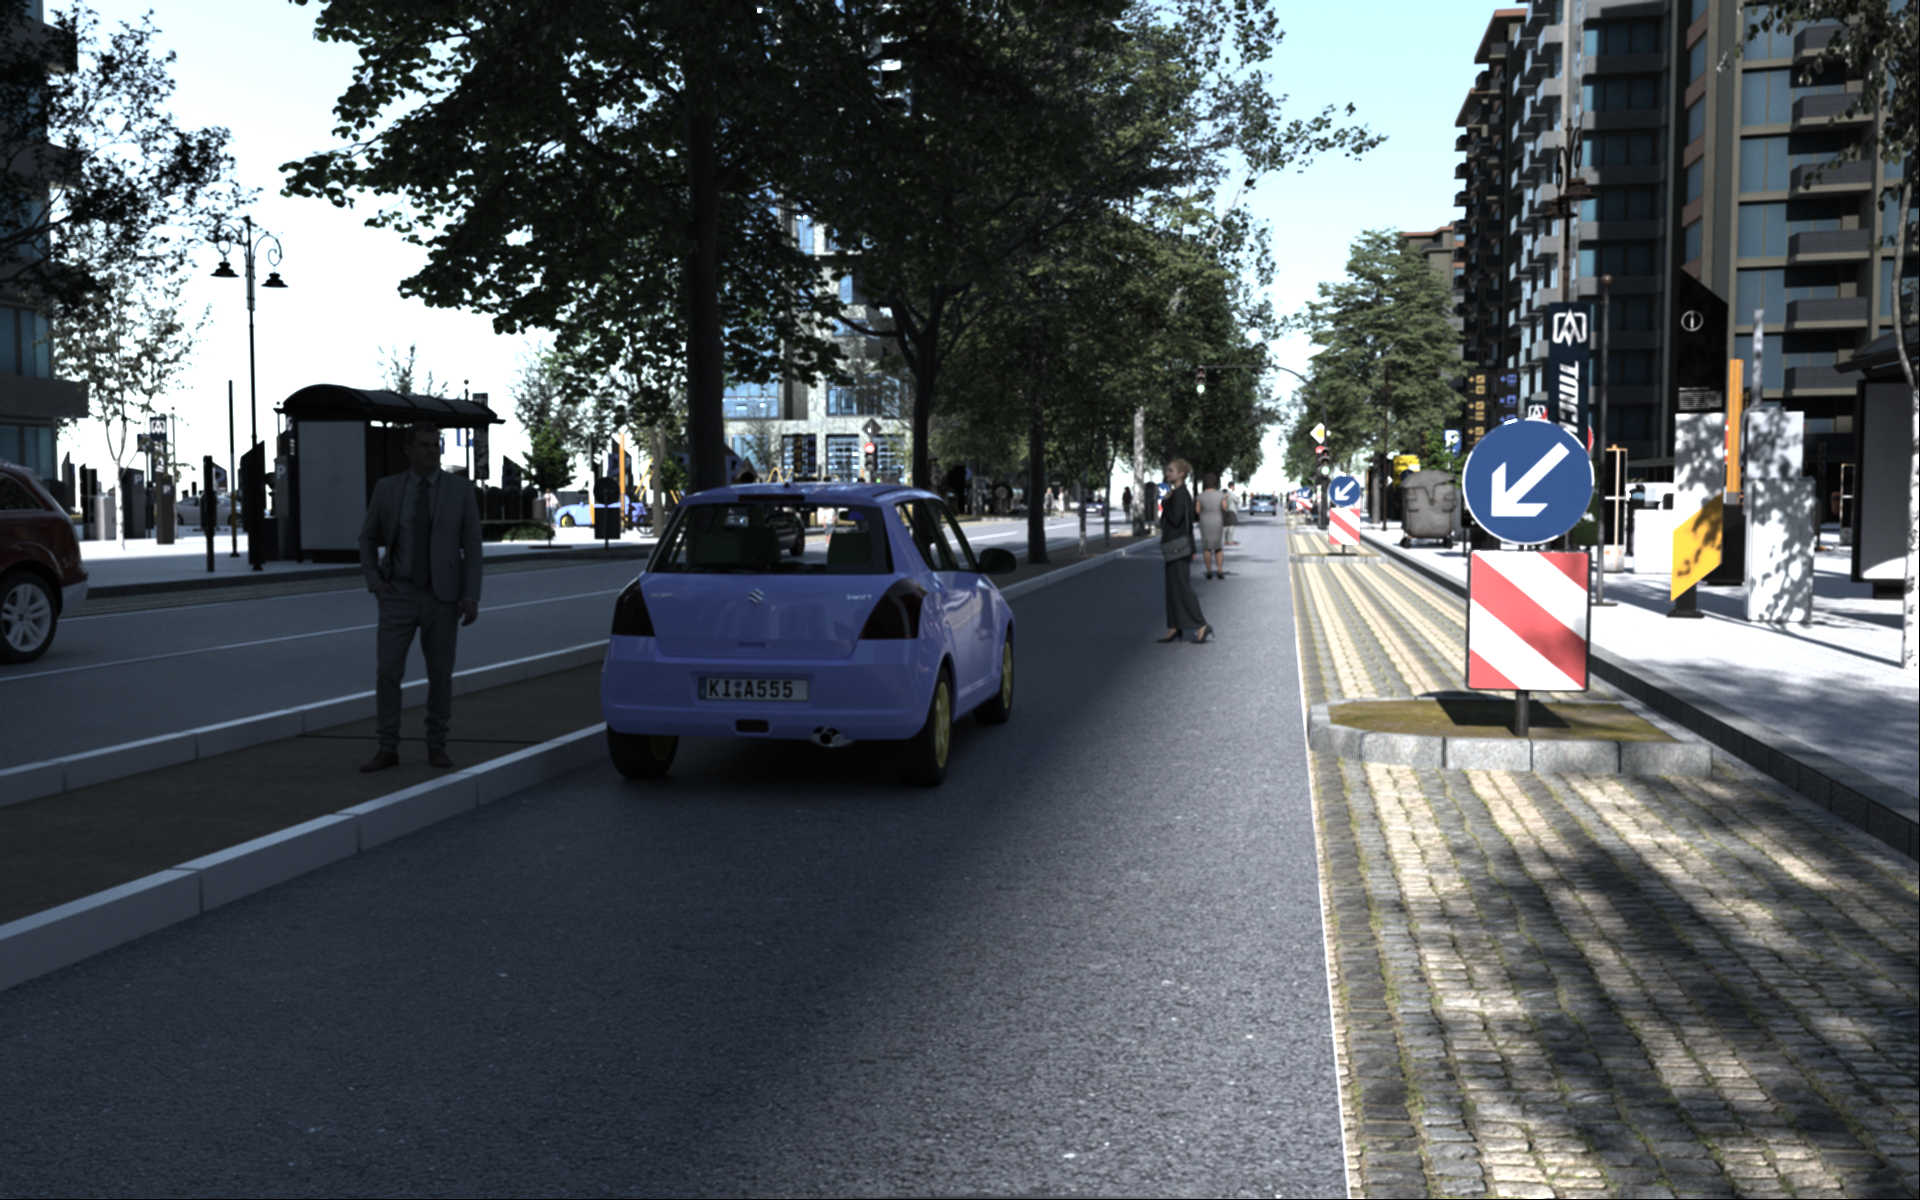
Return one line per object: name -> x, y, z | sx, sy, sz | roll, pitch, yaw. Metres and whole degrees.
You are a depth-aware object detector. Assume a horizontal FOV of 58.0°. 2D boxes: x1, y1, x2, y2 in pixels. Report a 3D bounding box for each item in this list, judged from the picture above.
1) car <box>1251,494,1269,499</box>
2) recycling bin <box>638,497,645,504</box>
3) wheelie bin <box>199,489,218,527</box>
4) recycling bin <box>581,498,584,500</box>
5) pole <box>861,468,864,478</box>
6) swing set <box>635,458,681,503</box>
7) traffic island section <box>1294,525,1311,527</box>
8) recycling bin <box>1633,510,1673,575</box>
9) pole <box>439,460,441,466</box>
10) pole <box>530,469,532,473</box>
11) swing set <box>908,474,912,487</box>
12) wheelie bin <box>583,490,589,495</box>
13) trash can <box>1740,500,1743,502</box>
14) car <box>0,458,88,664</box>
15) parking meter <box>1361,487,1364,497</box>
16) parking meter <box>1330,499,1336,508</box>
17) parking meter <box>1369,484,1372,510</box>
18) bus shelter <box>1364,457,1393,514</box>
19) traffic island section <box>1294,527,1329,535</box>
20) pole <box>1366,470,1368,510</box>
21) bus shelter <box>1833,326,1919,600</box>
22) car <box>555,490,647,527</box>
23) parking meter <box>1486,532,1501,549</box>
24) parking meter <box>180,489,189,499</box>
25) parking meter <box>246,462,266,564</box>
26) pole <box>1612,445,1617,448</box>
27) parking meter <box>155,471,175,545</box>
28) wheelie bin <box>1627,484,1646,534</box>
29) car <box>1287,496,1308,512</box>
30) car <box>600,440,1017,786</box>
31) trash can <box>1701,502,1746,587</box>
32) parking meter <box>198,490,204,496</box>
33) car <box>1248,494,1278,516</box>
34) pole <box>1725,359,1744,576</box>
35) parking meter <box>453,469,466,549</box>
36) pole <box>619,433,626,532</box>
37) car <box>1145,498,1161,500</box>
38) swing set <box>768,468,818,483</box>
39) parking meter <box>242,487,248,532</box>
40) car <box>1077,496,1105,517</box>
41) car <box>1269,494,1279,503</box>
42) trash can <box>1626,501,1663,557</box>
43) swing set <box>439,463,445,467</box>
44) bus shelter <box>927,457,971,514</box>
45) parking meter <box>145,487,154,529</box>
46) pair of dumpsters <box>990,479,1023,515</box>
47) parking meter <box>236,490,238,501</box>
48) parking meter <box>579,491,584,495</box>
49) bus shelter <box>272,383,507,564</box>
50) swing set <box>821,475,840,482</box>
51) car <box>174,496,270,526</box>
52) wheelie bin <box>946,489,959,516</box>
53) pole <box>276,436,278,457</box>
car -> 28.679, -9.316, 164.112 | 2.131, 1.459, 4.920 | 1, 4, 9
recycling bin -> -24.129, -7.186, 130.042 | 0.722, 1.027, 0.722 | 3, 4, 37
wheelie bin -> -29.148, -3.627, 67.205 | 0.693, 1.594, 0.980 | -2, 4, -26
recycling bin -> -23.684, -5.991, 110.505 | 0.722, 1.027, 0.722 | 2, 4, 30
pole -> -7.722, -8.745, 136.816 | 0.158, 3.312, 0.155 | 0, 3, 0
swing set -> -13.392, -4.836, 76.696 | 2.862, 2.851, 3.119 | 0, 4, -4
traffic island section -> 14.298, -2.846, 68.813 | 2.009, 0.180, 2.903 | 1, 4, 11
recycling bin -> 11.205, -0.934, 27.818 | 0.722, 1.027, 0.722 | 1, 4, 21
pole -> -28.460, -6.172, 94.755 | 0.158, 3.312, 0.155 | 0, 3, 0
pole -> -25.958, -6.778, 104.664 | 0.158, 3.312, 0.155 | 0, 3, 0
swing set -> -3.110, -9.156, 147.315 | 3.119, 2.851, 2.862 | 1, 4, 16
wheelie bin -> -31.167, -8.393, 145.134 | 0.980, 1.594, 0.693 | -2, 4, -23
trash can -> 19.904, -2.030, 44.842 | 0.748, 1.137, 0.748 | 0, 3, 0
car -> -9.177, -0.288, 13.388 | 2.281, 1.827, 5.304 | 1, 4, 11
parking meter -> 32.855, -8.312, 141.617 | 0.255, 1.863, 0.399 | 1, 4, 11
parking meter -> 23.267, -6.263, 108.110 | 0.399, 1.863, 0.255 | 1, 4, 19
parking meter -> 22.909, -5.529, 96.117 | 0.399, 1.863, 0.255 | 1, 4, 13
bus shelter -> 28.584, -7.778, 118.460 | 1.731, 3.624, 6.357 | 1, 4, 11
traffic island section -> 12.835, -2.366, 60.963 | 2.009, 0.180, 2.903 | 1, 4, 11
pole -> 32.728, -8.878, 138.998 | 0.158, 3.312, 0.155 | 0, 3, 0
bus shelter -> 11.200, -1.499, 18.437 | 2.014, 3.302, 5.546 | 1, 4, 10
car -> -14.765, -3.761, 71.080 | 3.694, 1.707, 1.945 | 1, 4, 9
parking meter -> 11.333, -1.905, 36.866 | 0.399, 1.863, 0.255 | 2, 4, 32
parking meter -> -37.351, -4.590, 83.454 | 0.372, 1.533, 0.369 | 0, 3, 0
parking meter -> -12.898, -1.592, 31.733 | 0.255, 1.863, 0.399 | -1, 4, -14
pole -> 26.987, -4.749, 71.485 | 0.158, 3.312, 0.155 | 0, 3, 0
parking meter -> -20.242, -2.348, 44.108 | 0.255, 1.863, 0.399 | 3, 4, 37
wheelie bin -> 21.874, -2.927, 55.764 | 0.693, 1.594, 0.980 | 0, 4, 1
car -> 27.552, -7.842, 140.792 | 1.945, 1.354, 3.894 | 1, 4, 11
car -> -0.688, -0.019, 9.907 | 1.945, 1.707, 3.694 | 1, 4, 9
trash can -> 10.691, -0.766, 24.178 | 0.748, 1.137, 0.748 | 0, 3, 0
parking meter -> -44.688, -5.732, 102.123 | 0.372, 1.533, 0.369 | 0, 3, 0
car -> 20.198, -6.325, 115.421 | 2.014, 1.417, 4.499 | 1, 4, 10
pole -> 11.754, -1.986, 26.308 | 0.158, 3.312, 0.155 | 0, 3, 0
parking meter -> -11.723, -2.134, 40.597 | 0.399, 1.863, 0.255 | 1, 4, 23
pole -> -11.342, -3.938, 58.228 | 0.158, 3.312, 0.155 | 0, 3, 0
car -> 10.333, -5.161, 93.178 | 1.959, 1.807, 4.718 | 1, 4, 11
swing set -> -10.583, -6.554, 104.776 | 2.862, 2.851, 3.119 | 1, 4, 16
parking meter -> -24.152, -3.080, 58.770 | 0.372, 1.533, 0.369 | 0, 3, 0
car -> 8.452, -5.937, 109.651 | 1.945, 1.354, 3.894 | 1, 4, 9
car -> 47.920, -15.539, 265.867 | 2.131, 1.459, 4.920 | 1, 4, 9
trash can -> 13.958, -1.454, 35.427 | 0.748, 1.137, 0.748 | 0, 3, 0
swing set -> -26.744, -5.401, 85.922 | 2.862, 2.851, 3.119 | 2, 4, 27
bus shelter -> -0.673, -7.258, 109.949 | 1.731, 3.624, 6.357 | 1, 4, 10
parking meter -> -29.781, -3.371, 63.532 | 0.372, 1.533, 0.369 | 0, 3, 0
pair of dumpsters -> 2.905, -6.493, 108.646 | 1.574, 2.255, 4.437 | 1, 4, 10
parking meter -> -40.179, -5.393, 96.592 | 0.372, 1.533, 0.369 | 0, 3, 0
parking meter -> -27.724, -7.246, 126.876 | 0.372, 1.533, 0.369 | 0, 3, 0
bus shelter -> -11.149, -2.478, 34.443 | 2.014, 3.302, 5.546 | 1, 4, 10
swing set -> -11.269, -8.933, 143.679 | 2.862, 2.851, 3.119 | 3, 4, 37
car -> -31.465, -3.728, 73.314 | 4.827, 1.381, 2.083 | 1, 4, 10
wheelie bin -> -0.467, -5.687, 100.890 | 0.693, 1.594, 0.980 | -1, 4, -11
pole -> -23.896, -4.095, 60.790 | 0.158, 3.312, 0.155 | 0, 3, 0
